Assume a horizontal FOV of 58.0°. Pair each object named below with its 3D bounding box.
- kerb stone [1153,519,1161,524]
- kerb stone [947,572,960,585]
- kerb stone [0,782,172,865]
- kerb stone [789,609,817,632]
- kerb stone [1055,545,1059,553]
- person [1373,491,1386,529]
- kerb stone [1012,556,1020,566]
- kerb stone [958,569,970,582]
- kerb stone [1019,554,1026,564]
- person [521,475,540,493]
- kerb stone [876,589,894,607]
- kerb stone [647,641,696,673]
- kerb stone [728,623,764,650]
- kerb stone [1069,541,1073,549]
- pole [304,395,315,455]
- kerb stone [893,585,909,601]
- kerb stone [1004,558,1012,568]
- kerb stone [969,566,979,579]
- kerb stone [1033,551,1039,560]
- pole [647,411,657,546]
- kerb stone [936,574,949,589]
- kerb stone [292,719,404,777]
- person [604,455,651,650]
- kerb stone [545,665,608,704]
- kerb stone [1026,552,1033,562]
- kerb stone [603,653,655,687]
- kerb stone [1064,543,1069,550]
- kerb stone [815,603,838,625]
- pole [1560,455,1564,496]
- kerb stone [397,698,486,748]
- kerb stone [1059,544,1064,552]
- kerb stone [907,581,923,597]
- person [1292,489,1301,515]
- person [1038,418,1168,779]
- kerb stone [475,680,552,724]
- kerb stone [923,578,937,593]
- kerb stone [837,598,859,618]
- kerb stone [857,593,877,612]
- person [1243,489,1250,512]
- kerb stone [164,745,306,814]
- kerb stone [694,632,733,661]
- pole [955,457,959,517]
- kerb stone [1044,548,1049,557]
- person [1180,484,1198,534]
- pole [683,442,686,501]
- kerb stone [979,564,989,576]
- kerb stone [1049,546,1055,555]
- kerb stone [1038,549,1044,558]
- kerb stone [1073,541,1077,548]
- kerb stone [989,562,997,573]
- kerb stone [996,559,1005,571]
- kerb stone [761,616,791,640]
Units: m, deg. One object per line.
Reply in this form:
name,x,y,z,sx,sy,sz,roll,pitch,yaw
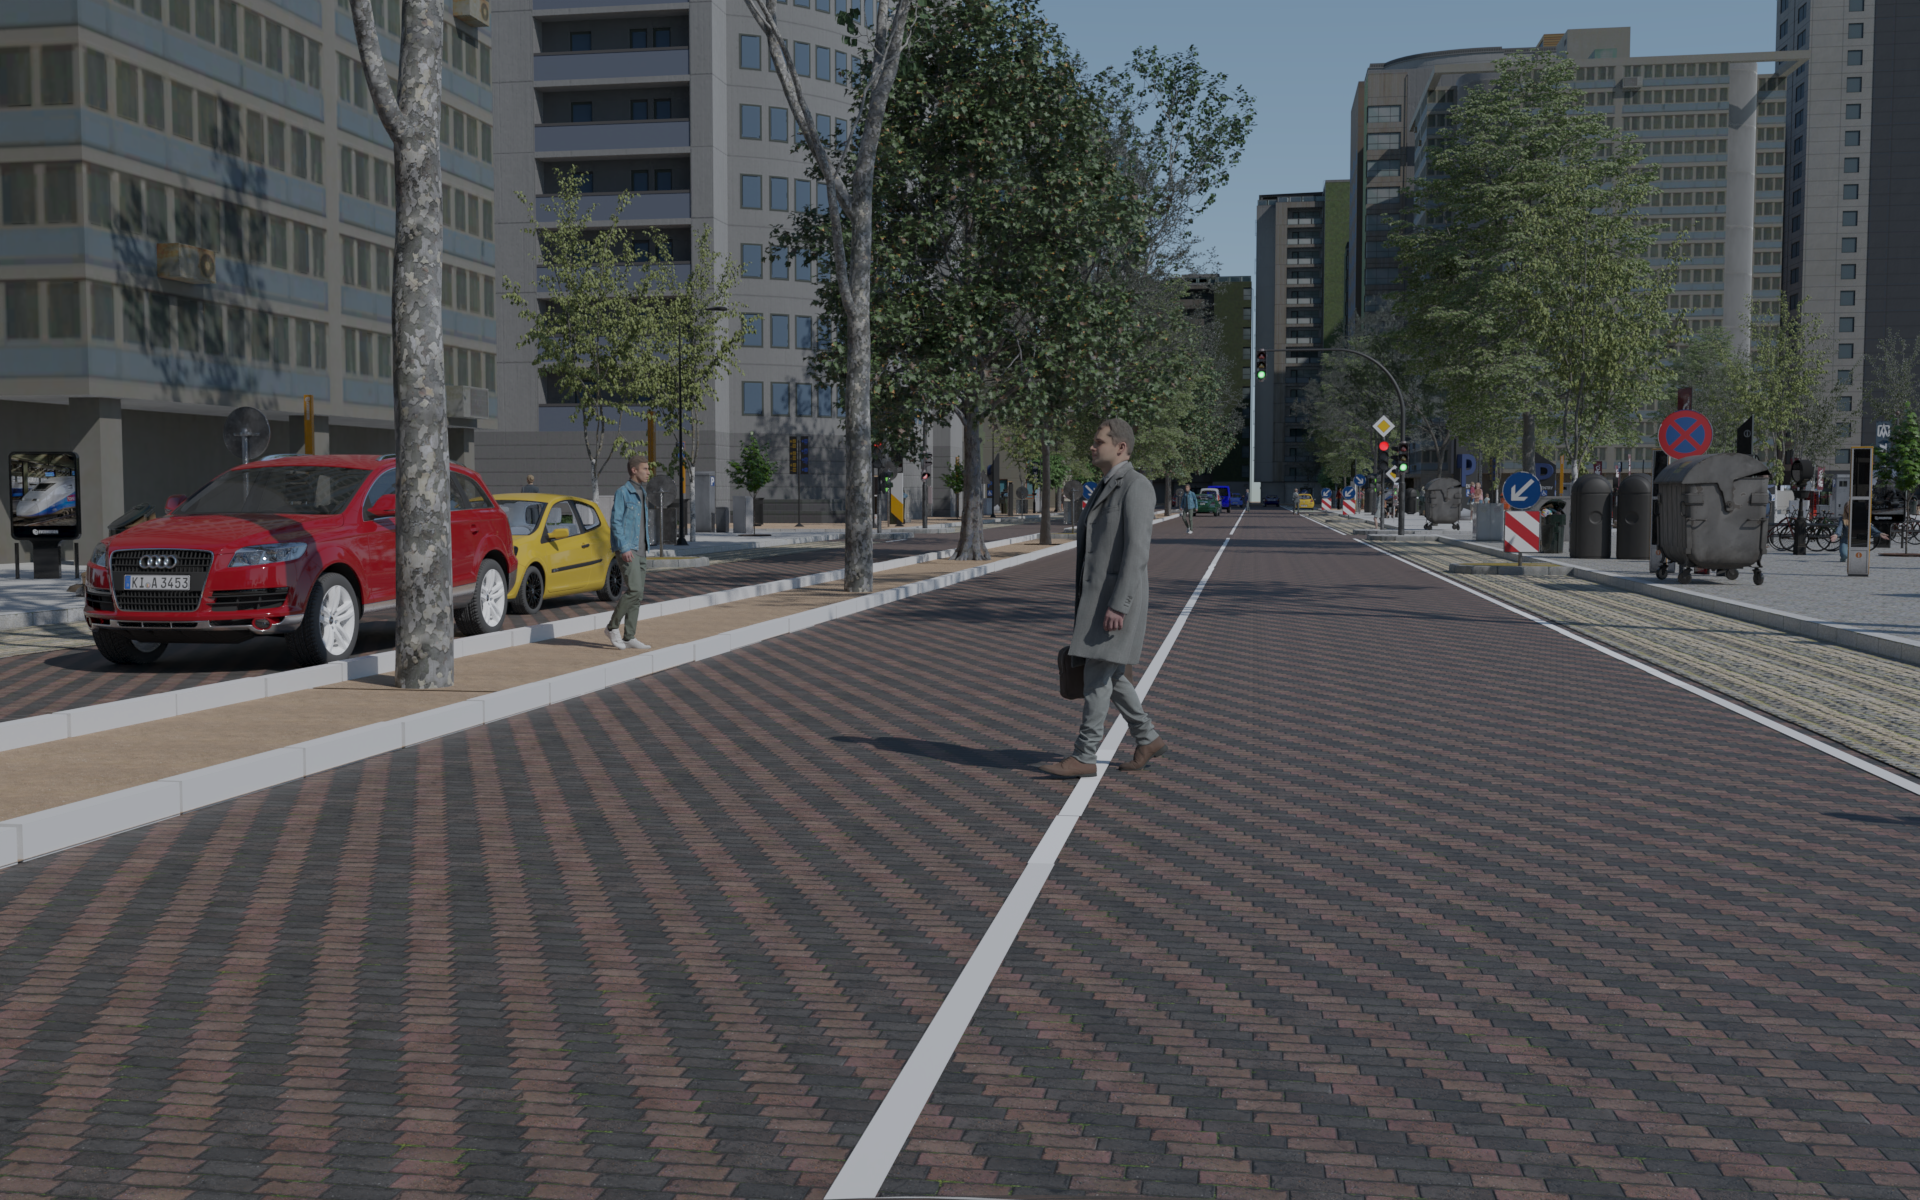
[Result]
kerb stone,9.843,-3.938,86.624,0.120,0.150,1.000,1,4,10
kerb stone,-0.186,-0.323,27.470,0.120,0.150,1.000,1,4,10
kerb stone,-3.623,0.916,7.242,0.120,0.150,1.000,1,4,10
kerb stone,-1.730,0.234,18.367,0.120,0.150,1.000,1,4,10
kerb stone,2.208,-1.189,41.638,0.120,0.150,1.000,1,4,10
person,15.438,-3.317,63.735,0.522,1.701,0.512,1,4,18
kerb stone,1.012,-0.754,34.540,0.120,0.150,1.000,1,4,10
kerb stone,-0.019,-0.384,28.486,0.120,0.150,1.000,1,4,10
kerb stone,1.188,-0.818,35.562,0.120,0.150,1.000,1,4,10
person,-10.947,-2.313,44.285,0.576,1.772,0.534,-2,4,-24
kerb stone,-1.051,-0.013,22.410,0.120,0.150,1.000,1,4,10
kerb stone,-2.423,0.482,14.321,0.120,0.150,1.000,1,4,10
kerb stone,-2.074,0.357,16.352,0.120,0.150,1.000,1,4,10
kerb stone,2.736,-1.374,44.674,0.120,0.150,1.000,1,4,10
pole,-13.377,-2.558,35.662,0.158,3.312,0.155,0,3,0
kerb stone,-0.881,-0.070,23.418,0.120,0.150,1.000,1,4,10
kerb stone,0.835,-0.693,33.533,0.120,0.150,1.000,1,4,10
kerb stone,0.151,-0.447,29.498,0.120,0.150,1.000,1,4,10
kerb stone,1.531,-0.933,37.577,0.120,0.150,1.000,1,4,10
pole,-7.587,-2.988,42.689,0.158,3.312,0.155,0,3,0
kerb stone,-0.356,-0.257,26.453,0.120,0.150,1.000,1,4,10
kerb stone,-3.284,0.791,9.260,0.120,0.150,1.000,1,4,10
person,-3.038,-0.430,15.881,0.444,1.785,0.601,1,4,22
kerb stone,-2.762,0.607,12.295,0.120,0.150,1.000,1,4,10
kerb stone,1.356,-0.878,36.570,0.120,0.150,1.000,1,4,10
kerb stone,-2.595,0.547,13.305,0.120,0.150,1.000,1,4,10
kerb stone,2.559,-1.308,43.665,0.120,0.150,1.000,1,4,10
kerb stone,-1.565,0.173,19.375,0.120,0.150,1.000,1,4,10
pole,30.295,-5.712,87.233,0.158,3.312,0.155,0,3,0
kerb stone,-3.108,0.734,10.280,0.120,0.150,1.000,1,4,10
kerb stone,2.389,-1.251,42.650,0.120,0.150,1.000,1,4,10
kerb stone,-0.712,-0.137,24.433,0.120,0.150,1.000,1,4,10
person,23.407,-6.826,120.288,0.661,1.801,0.590,-2,4,-35
person,0.740,-0.014,8.830,0.767,1.812,0.694,-1,4,-13
kerb stone,-2.935,0.667,11.287,0.120,0.150,1.000,1,4,10
kerb stone,-0.532,-0.199,25.446,0.120,0.150,1.000,1,4,10
kerb stone,-1.392,0.111,20.383,0.120,0.150,1.000,1,4,10
kerb stone,-1.222,0.049,21.392,0.120,0.150,1.000,1,4,10
person,22.405,-7.756,135.479,0.590,1.801,0.661,0,4,-3
kerb stone,-3.454,0.853,8.250,0.120,0.150,1.000,1,4,10
kerb stone,-2.240,0.424,15.335,0.120,0.150,1.000,1,4,10
pole,-0.148,-6.215,95.453,0.158,3.312,0.155,0,3,0
kerb stone,1.866,-1.062,39.614,0.120,0.150,1.000,1,4,10
person,8.325,-3.310,62.965,0.601,1.785,0.444,3,5,41
pole,-10.783,-4.498,67.390,0.158,3.312,0.155,0,3,0
kerb stone,0.326,-0.506,30.506,0.120,0.150,1.000,1,4,10
kerb stone,2.043,-1.126,40.627,0.120,0.150,1.000,1,4,10
kerb stone,1.702,-1.003,38.599,0.120,0.150,1.000,1,4,10
kerb stone,2.907,-1.437,45.692,0.120,0.150,1.000,1,4,10
kerb stone,0.489,-0.565,31.515,0.120,0.150,1.000,1,4,10
kerb stone,0.670,-0.628,32.525,0.120,0.150,1.000,1,4,10
kerb stone,-1.911,0.296,17.361,0.120,0.150,1.000,1,4,10
